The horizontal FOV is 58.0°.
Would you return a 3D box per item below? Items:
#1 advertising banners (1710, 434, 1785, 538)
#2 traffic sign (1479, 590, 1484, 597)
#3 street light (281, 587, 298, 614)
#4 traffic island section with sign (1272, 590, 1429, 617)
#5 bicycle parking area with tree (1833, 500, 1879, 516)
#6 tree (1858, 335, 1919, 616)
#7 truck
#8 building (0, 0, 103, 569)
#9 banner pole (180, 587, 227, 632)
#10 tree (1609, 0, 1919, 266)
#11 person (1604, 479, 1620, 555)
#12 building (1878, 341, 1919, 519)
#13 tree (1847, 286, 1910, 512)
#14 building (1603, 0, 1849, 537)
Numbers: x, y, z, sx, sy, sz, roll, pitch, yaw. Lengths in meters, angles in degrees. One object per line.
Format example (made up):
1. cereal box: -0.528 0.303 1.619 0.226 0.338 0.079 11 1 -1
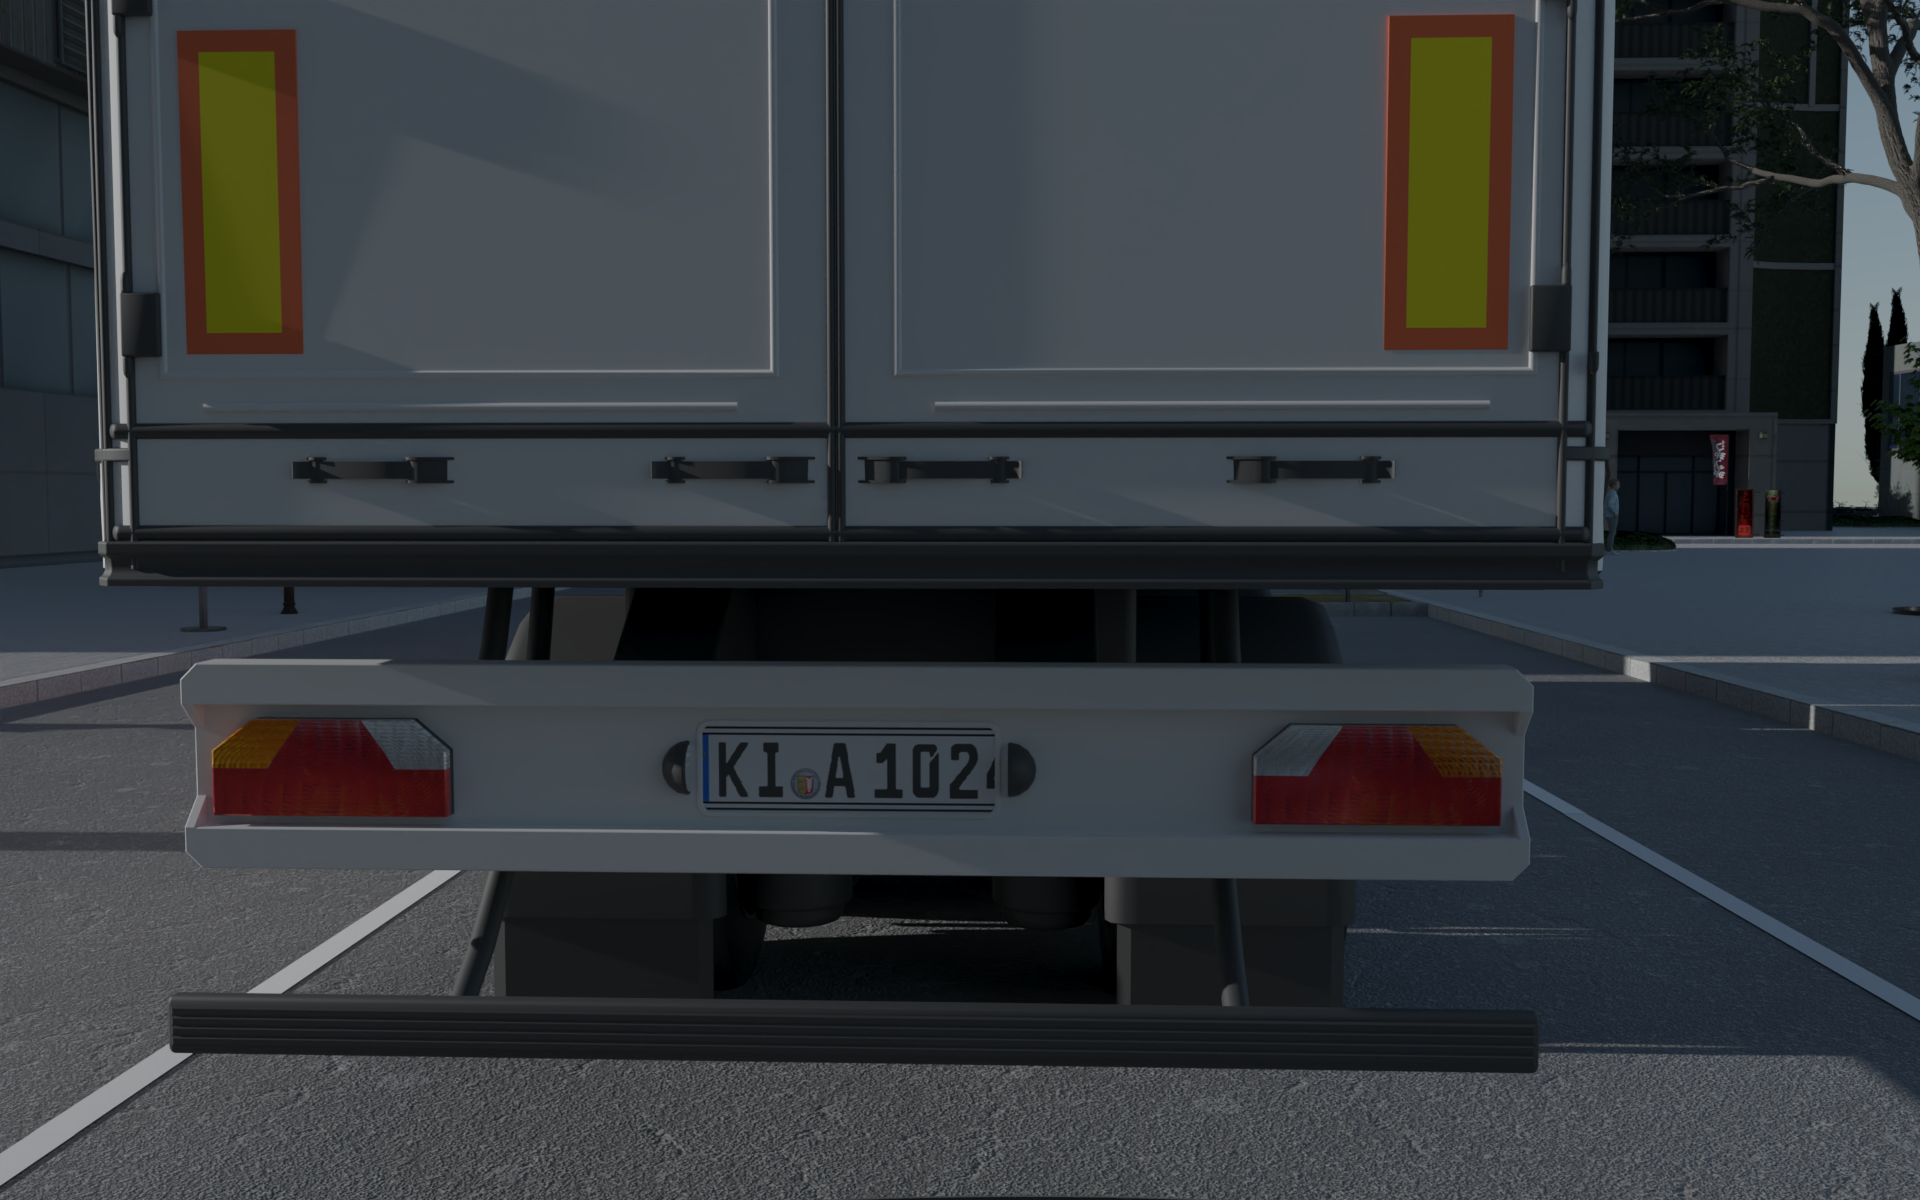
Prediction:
1. advertising banners: 22.930 -3.321 50.488 2.074 3.025 0.090 1 4 15
2. traffic sign: 6.494 -1.315 21.496 0.884 2.594 0.081 0 4 6
3. street light: -7.184 -2.788 18.377 0.468 5.910 1.993 0 4 2
4. traffic island section with sign: 4.529 -0.771 21.230 1.989 1.847 2.006 0 4 2
5. bicycle parking area with tree: 49.505 -6.206 88.467 9.016 4.147 8.231 1 4 9
6. tree: 10.642 -1.450 18.310 1.663 3.219 1.824 0 3 0
7. truck: 0.056 -1.183 8.257 2.839 4.237 11.283 0 4 3
8. building: -28.708 -26.763 26.810 27.495 52.752 28.713 0 4 2
9. banner pole: -7.166 -1.586 15.945 0.401 3.779 0.863 1 4 14
10. tree: 6.958 -4.736 11.853 8.767 10.594 7.601 1 4 22
11. person: 13.684 -1.741 36.315 0.330 1.601 0.589 1 4 22
12. building: 54.183 -45.896 63.075 31.000 86.520 22.319 0 4 2
13. tree: 65.094 -13.038 114.988 13.155 14.587 18.604 0 4 -1
14. building: 20.262 -38.041 60.219 20.611 71.187 20.563 0 4 2
